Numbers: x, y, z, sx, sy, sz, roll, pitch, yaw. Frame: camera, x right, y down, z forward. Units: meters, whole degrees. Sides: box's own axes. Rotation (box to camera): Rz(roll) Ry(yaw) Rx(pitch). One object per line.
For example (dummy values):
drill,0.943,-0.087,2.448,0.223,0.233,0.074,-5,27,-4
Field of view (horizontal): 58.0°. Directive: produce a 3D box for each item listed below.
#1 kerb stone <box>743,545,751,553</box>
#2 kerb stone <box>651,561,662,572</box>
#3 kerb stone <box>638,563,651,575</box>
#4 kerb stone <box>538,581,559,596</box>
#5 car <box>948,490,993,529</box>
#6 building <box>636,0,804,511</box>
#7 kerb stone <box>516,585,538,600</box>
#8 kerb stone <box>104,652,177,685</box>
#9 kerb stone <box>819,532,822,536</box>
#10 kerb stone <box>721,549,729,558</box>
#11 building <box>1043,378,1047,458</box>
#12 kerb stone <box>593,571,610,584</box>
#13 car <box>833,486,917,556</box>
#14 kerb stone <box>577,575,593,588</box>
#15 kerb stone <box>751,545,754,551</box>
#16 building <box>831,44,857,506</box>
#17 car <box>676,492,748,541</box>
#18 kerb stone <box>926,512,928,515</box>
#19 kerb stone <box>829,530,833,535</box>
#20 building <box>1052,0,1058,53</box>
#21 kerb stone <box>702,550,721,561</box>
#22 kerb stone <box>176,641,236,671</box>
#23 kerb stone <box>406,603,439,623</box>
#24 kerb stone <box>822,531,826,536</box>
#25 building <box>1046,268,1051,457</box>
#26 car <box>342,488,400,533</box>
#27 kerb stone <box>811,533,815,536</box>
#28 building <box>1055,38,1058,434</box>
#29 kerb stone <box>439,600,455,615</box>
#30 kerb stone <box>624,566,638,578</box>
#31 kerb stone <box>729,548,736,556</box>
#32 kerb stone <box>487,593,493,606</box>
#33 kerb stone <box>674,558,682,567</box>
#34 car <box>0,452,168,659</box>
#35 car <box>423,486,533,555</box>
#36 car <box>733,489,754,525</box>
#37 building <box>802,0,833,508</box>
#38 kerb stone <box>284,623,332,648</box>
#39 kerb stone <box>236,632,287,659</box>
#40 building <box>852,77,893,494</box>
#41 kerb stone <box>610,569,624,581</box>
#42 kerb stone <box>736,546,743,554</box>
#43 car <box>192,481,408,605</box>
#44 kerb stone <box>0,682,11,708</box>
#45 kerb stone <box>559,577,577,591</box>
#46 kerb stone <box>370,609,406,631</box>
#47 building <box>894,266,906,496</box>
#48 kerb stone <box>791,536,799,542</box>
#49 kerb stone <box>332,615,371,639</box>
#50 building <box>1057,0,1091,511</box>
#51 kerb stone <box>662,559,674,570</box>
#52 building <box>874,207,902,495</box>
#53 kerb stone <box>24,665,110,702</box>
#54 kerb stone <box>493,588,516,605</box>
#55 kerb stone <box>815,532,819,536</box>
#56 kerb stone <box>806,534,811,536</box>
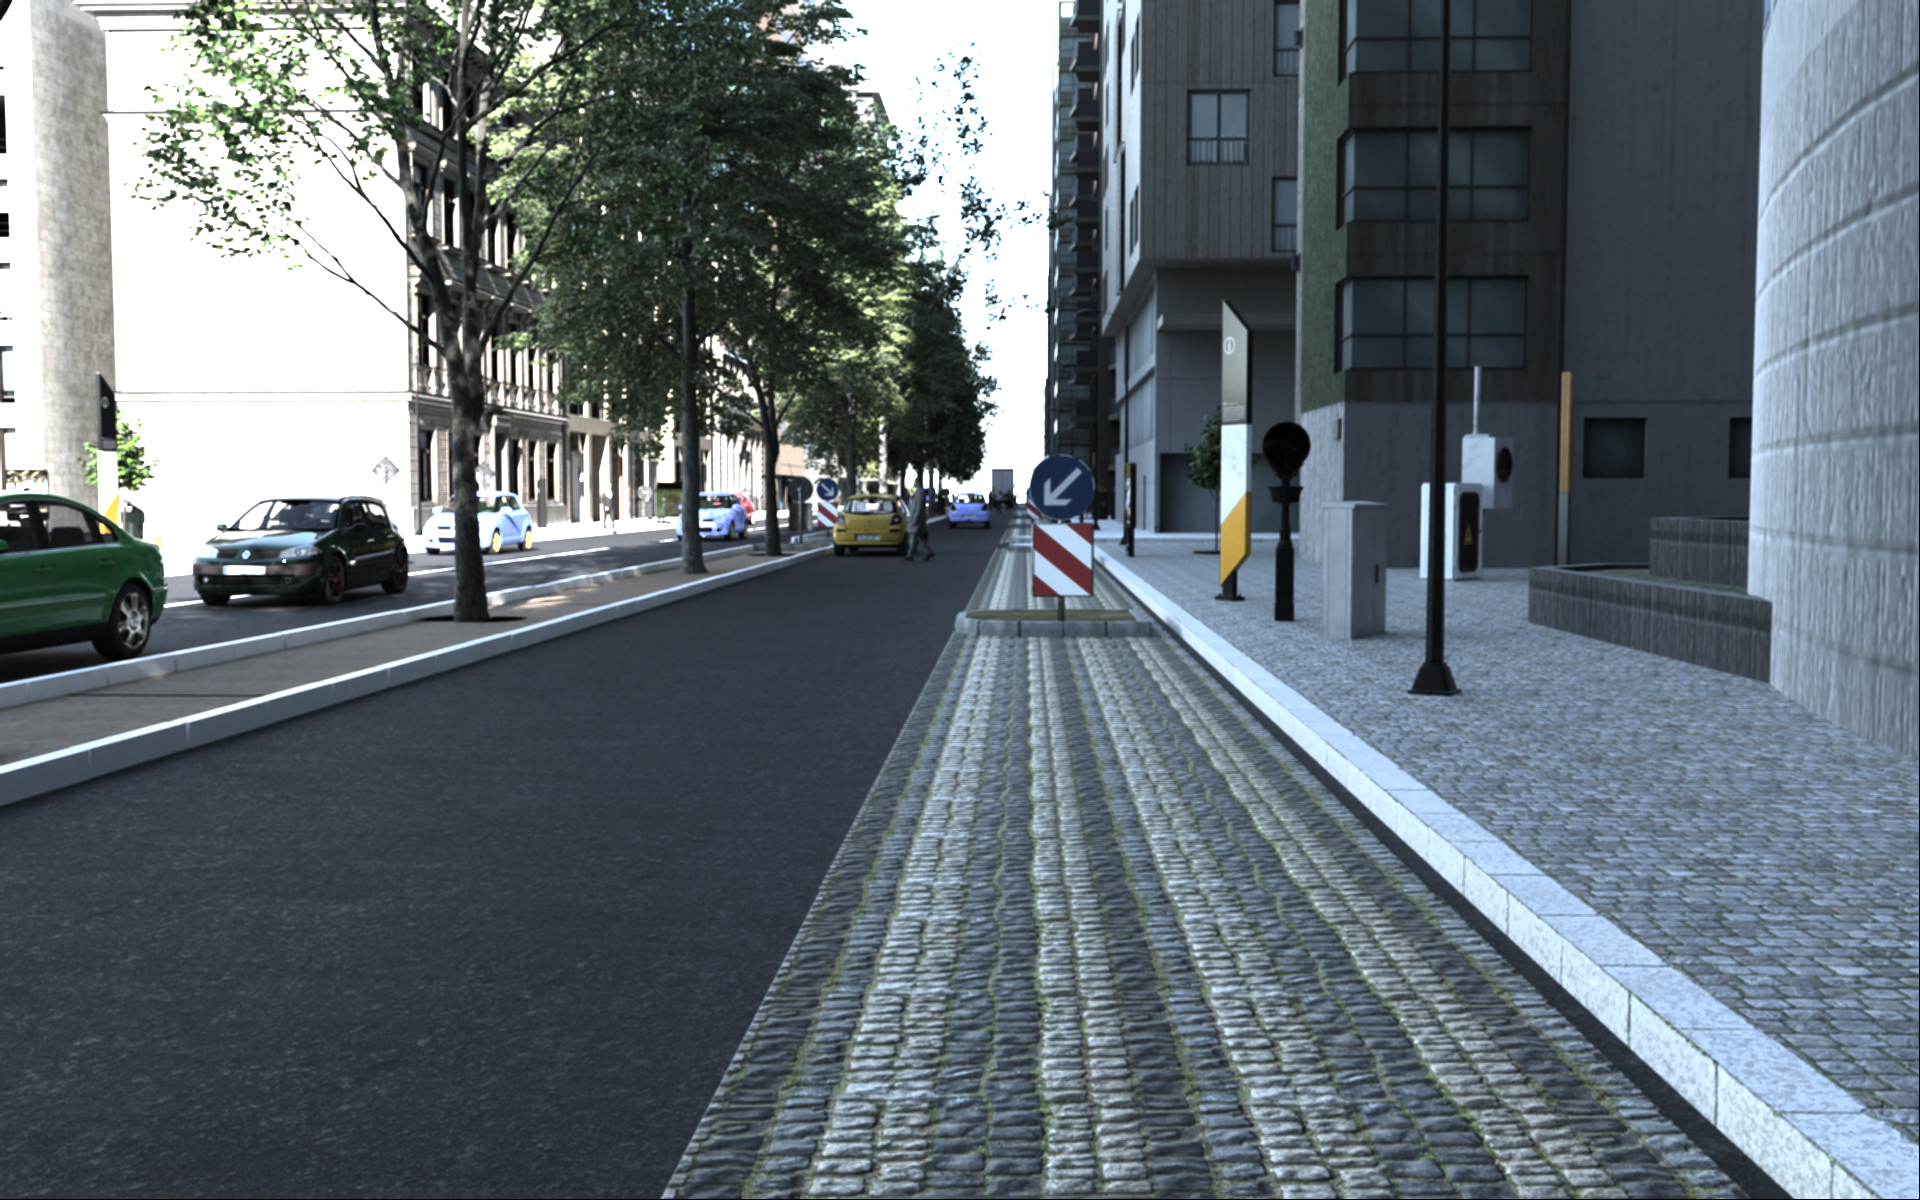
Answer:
kerb stone,-5.283,-1.215,42.059,0.120,0.150,1.000,0,4,2
kerb stone,-5.676,-0.587,31.800,0.120,0.150,1.000,0,4,2
kerb stone,-5.709,-0.523,30.773,0.120,0.150,1.000,0,4,2
kerb stone,-5.938,-0.134,24.622,0.120,0.150,1.000,0,4,2
car,0.431,-3.900,73.362,1.945,1.707,3.694,0,4,2
building,-19.945,-29.613,134.291,14.600,45.320,14.200,0,4,2
kerb stone,-5.980,-0.086,23.597,0.120,0.150,1.000,0,4,2
kerb stone,-6.368,0.540,13.373,0.120,0.150,1.000,0,4,2
kerb stone,-4.727,-2.124,56.929,0.120,0.150,1.000,0,4,2
kerb stone,-5.400,-1.026,38.977,0.120,0.150,1.000,0,4,2
building,27.020,-26.086,271.549,27.650,21.520,28.899,0,4,2
kerb stone,-5.823,-0.329,27.695,0.120,0.150,1.000,0,4,2
car,-1.987,-1.923,41.669,2.015,1.641,3.980,0,4,4
kerb stone,-5.870,-0.274,26.671,0.120,0.150,1.000,0,4,2
kerb stone,-5.246,-1.278,43.089,0.120,0.150,1.000,0,4,2
building,-22.423,-34.074,180.815,21.300,48.544,21.600,0,4,2
car,-7.720,-2.717,54.011,1.945,1.707,3.694,0,4,3
kerb stone,-2.183,-6.259,124.558,0.120,0.150,1.000,0,4,2
kerb stone,-4.607,-2.312,59.996,0.120,0.150,1.000,0,4,2
building,20.396,-39.475,187.408,21.231,58.520,28.212,0,4,2
kerb stone,-5.446,-0.961,37.956,0.120,0.150,1.000,0,4,2
kerb stone,-6.324,0.479,14.395,0.120,0.150,1.000,0,4,2
kerb stone,-6.128,0.168,19.502,0.120,0.150,1.000,0,4,2
kerb stone,-4.688,-2.187,57.950,0.120,0.150,1.000,0,4,2
building,18.095,-27.522,221.687,14.160,30.474,14.107,0,4,2
car,-12.050,-1.418,32.979,2.009,1.686,4.222,0,4,1
kerb stone,-4.808,-1.999,54.887,0.120,0.150,1.000,0,4,2
building,19.983,-32.954,158.413,23.786,49.044,30.456,0,4,2
kerb stone,-6.092,0.102,20.526,0.120,0.150,1.000,0,4,2
kerb stone,-5.747,-0.460,29.752,0.120,0.150,1.000,0,4,2
kerb stone,-5.370,-1.089,39.999,0.120,0.150,1.000,0,4,2
kerb stone,-6.053,0.040,21.547,0.120,0.150,1.000,0,4,2
kerb stone,-5.593,-0.713,33.853,0.120,0.150,1.000,0,4,2
car,-8.120,-0.301,13.721,1.959,1.807,4.718,0,4,2
car,-11.708,-1.990,42.121,1.945,1.707,3.694,0,4,4
car,-10.602,-4.306,79.450,2.155,1.783,4.494,0,4,3
building,-23.496,-37.505,155.202,21.231,58.520,28.212,0,4,2
kerb stone,-6.241,0.352,16.438,0.120,0.150,1.000,0,4,2
kerb stone,-6.289,0.419,15.417,0.120,0.150,1.000,0,4,2
building,-23.494,-38.850,224.439,28.713,52.752,27.495,0,4,2
kerb stone,-5.789,-0.398,28.716,0.120,0.150,1.000,0,4,2
kerb stone,-5.331,-1.152,41.028,0.120,0.150,1.000,0,4,2
car,-8.920,-0.848,23.656,2.009,1.686,4.222,0,4,0
kerb stone,-6.437,0.666,11.313,0.120,0.150,1.000,0,4,2
kerb stone,-5.899,-0.206,25.650,0.120,0.150,1.000,0,4,2
kerb stone,-6.178,0.227,18.481,0.120,0.150,1.000,0,4,2
building,-16.105,-36.213,275.684,14.154,41.232,14.086,0,4,2
kerb stone,-4.930,-1.811,51.806,0.120,0.150,1.000,0,4,2
kerb stone,-6.209,0.290,17.459,0.120,0.150,1.000,0,4,2
building,14.656,-27.686,136.266,14.154,41.232,14.086,0,4,2
kerb stone,-5.631,-0.650,32.826,0.120,0.150,1.000,0,4,2
building,-19.882,-36.625,253.448,22.147,44.769,28.867,0,4,2
kerb stone,-6.403,0.603,12.340,0.120,0.150,1.000,0,4,2
kerb stone,-6.023,-0.023,22.576,0.120,0.150,1.000,0,4,2
kerb stone,-4.766,-2.058,55.908,0.120,0.150,1.000,0,4,2
kerb stone,-4.840,-1.937,53.865,0.120,0.150,1.000,0,4,2
